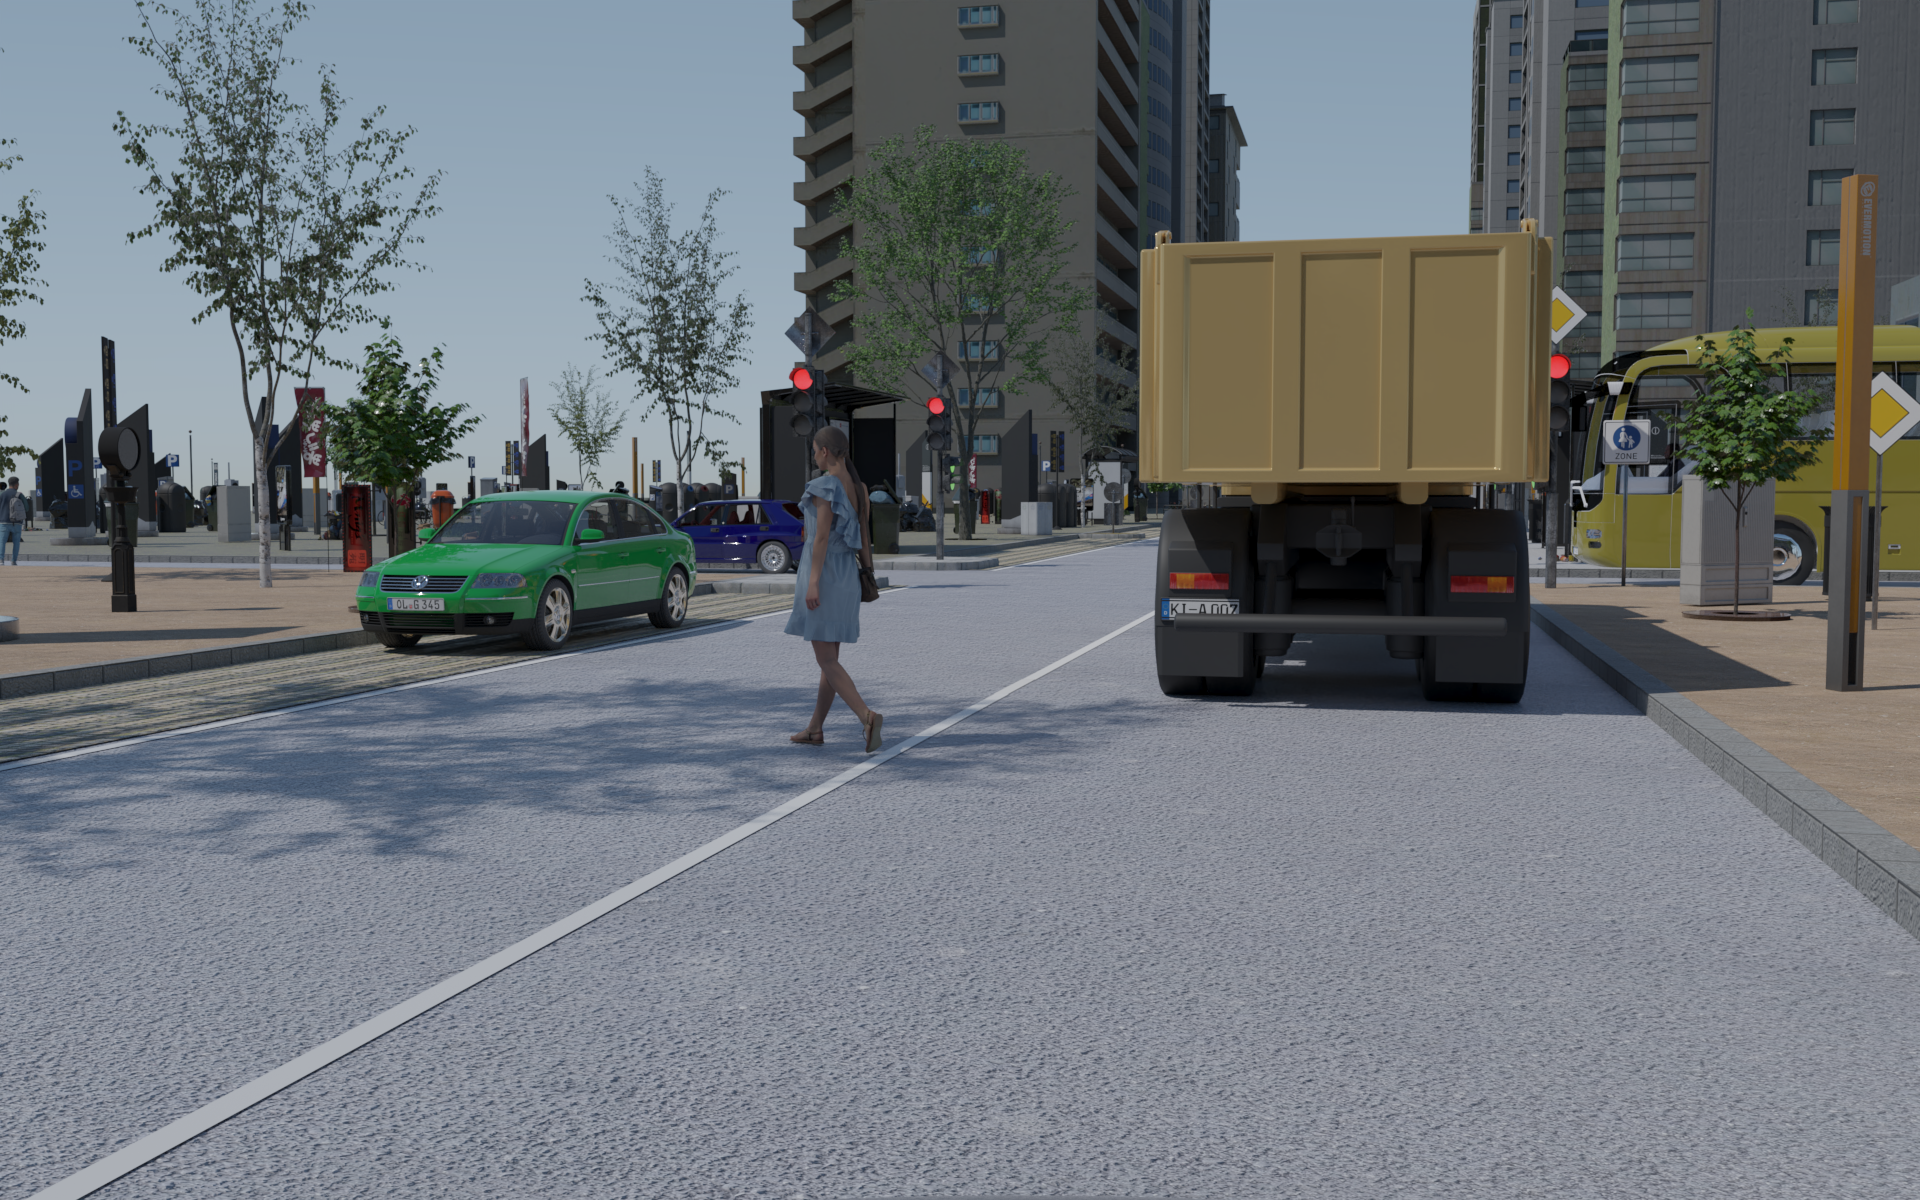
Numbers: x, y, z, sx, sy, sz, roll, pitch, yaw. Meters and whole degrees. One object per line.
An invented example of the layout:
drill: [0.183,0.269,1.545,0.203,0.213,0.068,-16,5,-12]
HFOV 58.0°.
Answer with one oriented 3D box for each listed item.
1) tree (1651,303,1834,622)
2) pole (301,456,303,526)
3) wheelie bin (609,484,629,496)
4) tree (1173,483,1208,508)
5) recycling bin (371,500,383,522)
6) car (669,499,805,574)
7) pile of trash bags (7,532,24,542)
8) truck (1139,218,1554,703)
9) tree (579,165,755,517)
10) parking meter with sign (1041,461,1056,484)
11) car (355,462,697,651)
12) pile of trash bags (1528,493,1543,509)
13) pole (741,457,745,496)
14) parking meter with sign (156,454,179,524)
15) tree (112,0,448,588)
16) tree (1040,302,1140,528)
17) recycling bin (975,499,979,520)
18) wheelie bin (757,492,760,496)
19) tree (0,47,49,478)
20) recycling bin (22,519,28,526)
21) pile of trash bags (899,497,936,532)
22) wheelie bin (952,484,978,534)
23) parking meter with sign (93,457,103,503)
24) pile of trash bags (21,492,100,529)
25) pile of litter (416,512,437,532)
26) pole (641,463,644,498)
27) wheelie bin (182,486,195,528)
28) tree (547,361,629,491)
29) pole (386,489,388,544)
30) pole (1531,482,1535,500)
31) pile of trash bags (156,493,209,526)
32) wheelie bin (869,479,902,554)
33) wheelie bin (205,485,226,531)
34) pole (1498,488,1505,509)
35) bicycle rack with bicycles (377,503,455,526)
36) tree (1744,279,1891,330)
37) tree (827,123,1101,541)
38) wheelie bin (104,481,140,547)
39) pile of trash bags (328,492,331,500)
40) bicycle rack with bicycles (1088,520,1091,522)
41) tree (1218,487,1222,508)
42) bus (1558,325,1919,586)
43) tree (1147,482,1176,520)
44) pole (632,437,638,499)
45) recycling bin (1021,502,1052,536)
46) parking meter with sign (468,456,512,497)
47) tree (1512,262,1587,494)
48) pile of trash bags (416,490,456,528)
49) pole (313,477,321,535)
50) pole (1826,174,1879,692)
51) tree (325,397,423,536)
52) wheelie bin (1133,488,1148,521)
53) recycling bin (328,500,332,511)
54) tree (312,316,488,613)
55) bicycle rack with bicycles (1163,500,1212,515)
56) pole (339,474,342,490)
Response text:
tree: [7.994,-1.412,17.690,1.663,3.219,1.824,0,3,0]
pole: [-22.747,-4.021,59.590,0.158,3.312,0.155,0,3,0]
wheelie bin: [-10.784,-2.867,54.778,0.693,1.594,0.980,-1,4,-12]
tree: [12.898,-7.025,98.579,4.285,4.588,4.351,0,3,0]
recycling bin: [-27.274,-4.146,80.337,0.722,1.027,0.722,3,5,43]
car: [-4.378,-1.179,31.863,3.894,1.354,1.945,1,4,14]
pile of trash bags: [-26.661,-2.226,46.155,3.447,1.369,1.912,2,4,31]
truck: [3.473,-1.206,15.644,3.469,3.379,9.791,1,4,13]
tree: [-6.336,-5.411,38.839,4.360,8.622,3.978,0,3,0]
parking meter with sign: [4.866,-5.810,91.262,0.543,3.016,1.738,2,4,24]
car: [-4.180,-0.520,17.305,1.959,1.807,4.718,1,4,14]
pile of trash bags: [30.976,-5.232,95.303,3.447,1.369,1.912,-1,4,-17]
pole: [-12.038,-6.260,96.187,0.158,3.312,0.155,0,3,0]
parking meter with sign: [-34.575,-4.838,75.370,0.543,3.016,1.738,0,4,-2]
tree: [-9.372,-4.466,23.376,4.360,8.622,3.978,0,3,0]
tree: [4.929,-7.067,65.908,4.360,8.622,3.978,0,3,0]
recycling bin: [0.475,-4.529,86.607,0.722,1.027,0.722,-2,4,-27]
wheelie bin: [-7.438,-3.587,66.559,0.693,1.594,0.980,-2,4,-30]
tree: [-15.554,-4.617,25.848,4.737,8.622,4.395,0,3,0]
recycling bin: [-37.588,-3.448,68.926,0.722,1.027,0.722,-1,4,-12]
pile of trash bags: [-2.615,-2.995,58.725,3.447,1.369,1.912,-1,4,-21]
wheelie bin: [0.170,-2.924,55.716,0.693,1.594,0.980,-2,4,-28]
parking meter with sign: [-40.713,-5.199,81.272,0.543,3.016,1.738,-1,4,-14]
pile of trash bags: [-33.539,-3.340,64.359,3.447,1.369,1.912,-1,4,-12]
pile of litter: [-18.133,-2.779,59.398,1.176,0.858,1.719,2,4,24]
pole: [-21.091,-7.412,115.036,0.158,3.312,0.155,0,3,0]
wheelie bin: [-29.430,-3.536,65.723,0.693,1.594,0.980,-2,4,-35]
tree: [-20.932,-8.958,96.827,4.737,8.622,4.395,0,3,0]
pole: [-14.758,-3.118,44.825,0.158,3.312,0.155,0,3,0]
pole: [23.749,-4.764,71.730,0.158,3.312,0.155,0,3,0]
pile of trash bags: [-31.577,-3.682,69.948,1.912,1.369,3.447,0,4,4]
wheelie bin: [-1.594,-1.783,37.059,0.693,1.594,0.980,0,4,-2]
wheelie bin: [-25.562,-3.177,59.856,0.693,1.594,0.980,1,4,20]
pole: [13.988,-3.110,44.690,0.158,3.312,0.155,0,3,0]
bicycle rack with bicycles: [-21.965,-3.523,70.976,2.925,0.926,2.852,2,4,25]
tree: [28.648,-6.646,59.026,4.360,8.622,3.978,0,3,0]
tree: [0.142,-7.484,48.116,9.928,11.665,9.643,0,3,0]
wheelie bin: [-20.245,-2.077,41.873,0.693,1.594,0.980,-3,5,-43]
pile of trash bags: [-28.197,-4.066,76.227,1.912,1.369,3.447,-1,4,-8]
bicycle rack with bicycles: [4.700,-4.012,78.981,2.925,0.926,2.852,-1,4,-17]
tree: [17.321,-10.158,116.452,4.737,8.622,4.395,0,3,0]
bus: [15.248,-2.074,25.460,12.252,3.916,2.896,1,4,12]
tree: [9.889,-5.676,87.401,1.663,3.219,1.824,0,3,0]
pole: [-11.633,-4.171,62.034,0.158,3.312,0.155,0,3,0]
recycling bin: [2.383,-2.524,53.824,0.722,1.027,0.722,-3,5,-43]
parking meter with sign: [-21.613,-5.088,79.449,1.738,3.016,0.543,1,4,10]
tree: [16.647,-6.221,52.073,4.360,8.622,3.978,0,3,0]
pile of trash bags: [-11.300,-2.008,42.583,3.447,1.369,1.912,0,4,-2]
pole: [-20.283,-3.714,54.567,0.158,3.312,0.155,0,3,0]
pole: [5.774,-1.062,11.209,0.158,3.312,0.155,0,3,0]
tree: [-17.864,-4.235,52.962,4.285,4.588,4.351,0,3,0]
wheelie bin: [8.539,-4.528,81.941,0.693,1.594,0.980,0,4,-4]
recycling bin: [-26.229,-3.668,72.521,0.722,1.027,0.722,0,4,7]
tree: [-6.321,-1.493,19.014,1.663,3.219,1.824,0,3,0]
bicycle rack with bicycles: [13.602,-5.651,105.774,2.925,0.926,2.852,3,5,40]
pole: [-43.526,-7.822,121.737,0.158,3.312,0.155,0,3,0]
